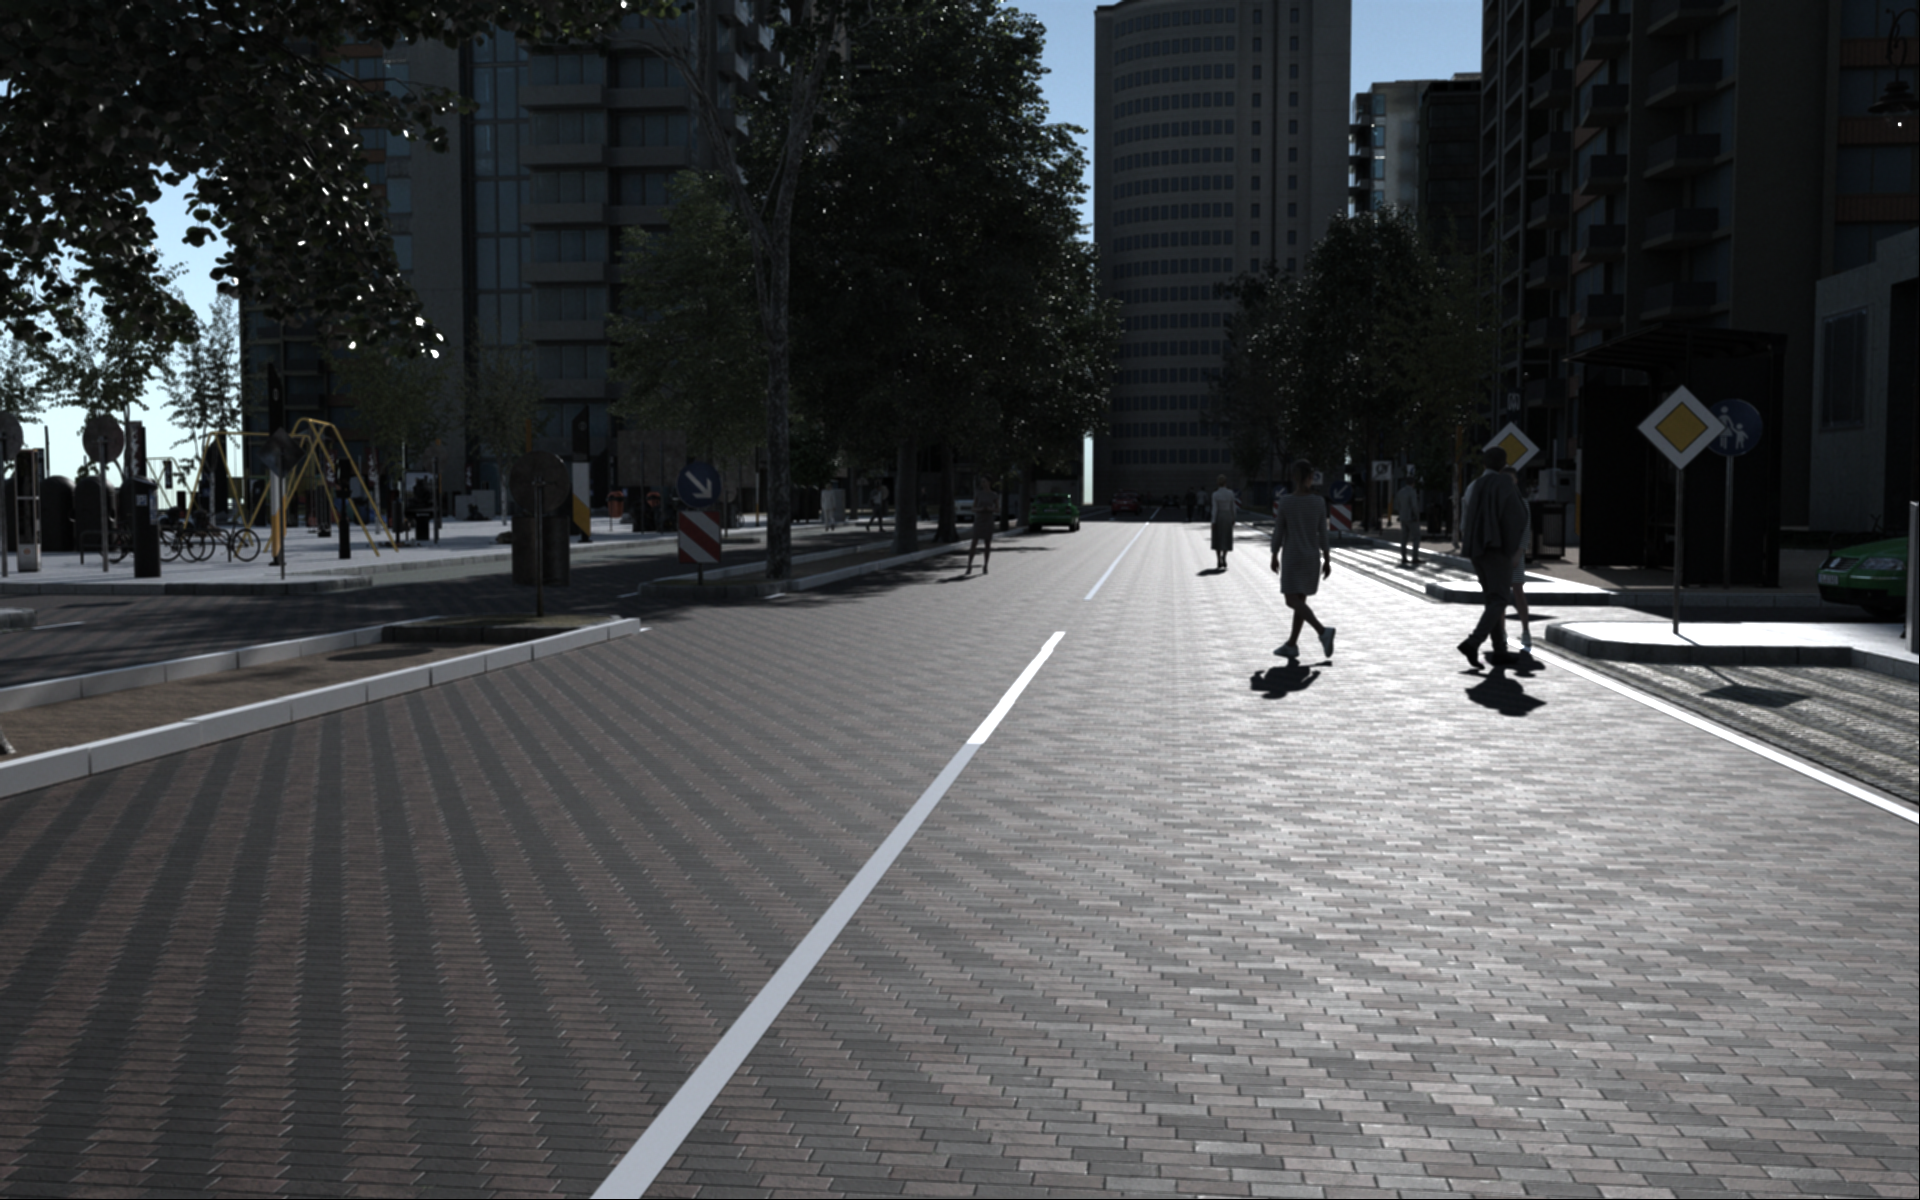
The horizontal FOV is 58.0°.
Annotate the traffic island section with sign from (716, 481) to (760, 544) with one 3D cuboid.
[{"bbox_3d":[-6.894,-2.555,50.407,1.989,1.847,2.006,0,4,7],"label":"traffic island section with sign"}]

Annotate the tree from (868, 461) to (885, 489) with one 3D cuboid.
[{"bbox_3d":[-4.281,-8.966,96.958,4.360,8.622,3.978,0,3,0],"label":"tree"}]

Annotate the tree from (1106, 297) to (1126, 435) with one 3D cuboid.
[{"bbox_3d":[2.810,-10.206,75.973,9.857,13.997,8.962,0,3,0],"label":"tree"}]

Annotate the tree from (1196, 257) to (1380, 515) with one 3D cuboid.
[{"bbox_3d":[18.154,-10.912,88.774,12.009,13.543,11.850,0,3,0],"label":"tree"}]

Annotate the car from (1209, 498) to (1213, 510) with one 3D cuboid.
[{"bbox_3d":[23.327,-8.905,155.380,2.009,1.686,4.222,1,4,8],"label":"car"}]

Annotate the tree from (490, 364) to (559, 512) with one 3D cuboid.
[{"bbox_3d":[-24.785,-9.003,97.565,4.737,8.622,4.395,0,3,0],"label":"tree"}]

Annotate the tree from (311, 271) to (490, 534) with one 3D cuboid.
[{"bbox_3d":[-18.316,-6.395,54.923,4.737,8.622,4.395,0,3,0],"label":"tree"}]

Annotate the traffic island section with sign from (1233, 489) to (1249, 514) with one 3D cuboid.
[{"bbox_3d":[19.854,-7.117,124.998,1.989,1.847,2.006,0,4,7],"label":"traffic island section with sign"}]

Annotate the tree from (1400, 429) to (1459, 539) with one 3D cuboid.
[{"bbox_3d":[13.887,-3.409,50.344,1.663,3.219,1.824,0,3,0],"label":"tree"}]

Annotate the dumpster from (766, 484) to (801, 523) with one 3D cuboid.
[{"bbox_3d":[-7.958,-4.426,78.121,1.264,1.857,1.865,0,4,7],"label":"dumpster"}]

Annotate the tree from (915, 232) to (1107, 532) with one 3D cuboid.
[{"bbox_3d":[1.783,-8.417,65.836,9.928,11.665,9.643,0,3,0],"label":"tree"}]

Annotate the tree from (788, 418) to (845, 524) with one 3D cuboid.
[{"bbox_3d":[-6.607,-5.555,74.540,4.285,4.588,4.351,0,3,0],"label":"tree"}]

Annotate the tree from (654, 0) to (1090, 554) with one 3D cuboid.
[{"bbox_3d":[-1.321,-8.065,40.970,9.857,13.997,8.962,0,3,0],"label":"tree"}]

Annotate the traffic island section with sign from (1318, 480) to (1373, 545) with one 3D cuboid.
[{"bbox_3d":[10.676,-2.495,49.428,1.989,1.847,2.006,0,4,7],"label":"traffic island section with sign"}]

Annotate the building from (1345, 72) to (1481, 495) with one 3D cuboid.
[{"bbox_3d":[59.084,-35.472,199.572,30.456,49.044,23.786,0,4,7],"label":"building"}]

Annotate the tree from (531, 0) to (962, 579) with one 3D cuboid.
[{"bbox_3d":[-4.175,-10.482,29.731,12.611,20.169,13.585,0,3,0],"label":"tree"}]

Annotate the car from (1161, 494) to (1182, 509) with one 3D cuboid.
[{"bbox_3d":[20.774,-9.818,170.308,2.009,1.686,4.222,0,4,7],"label":"car"}]

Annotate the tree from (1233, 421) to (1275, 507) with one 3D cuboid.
[{"bbox_3d":[28.266,-13.275,167.403,4.360,8.622,3.978,0,3,0],"label":"tree"}]

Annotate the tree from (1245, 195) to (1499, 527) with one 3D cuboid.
[{"bbox_3d":[15.942,-9.177,67.060,9.611,12.733,9.660,0,3,0],"label":"tree"}]

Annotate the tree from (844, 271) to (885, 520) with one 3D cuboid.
[{"bbox_3d":[-5.309,-10.258,85.840,7.486,12.596,7.792,0,3,0],"label":"tree"}]

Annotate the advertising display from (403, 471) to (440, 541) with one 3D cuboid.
[{"bbox_3d":[-14.908,-2.614,47.960,0.974,1.923,0.123,-2,4,-34],"label":"advertising display"}]

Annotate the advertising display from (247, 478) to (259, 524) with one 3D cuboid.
[{"bbox_3d":[-29.145,-4.050,71.437,0.123,1.923,0.974,0,4,0],"label":"advertising display"}]

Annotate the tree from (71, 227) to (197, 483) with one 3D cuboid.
[{"bbox_3d":[-22.720,-5.876,46.441,4.737,8.622,4.395,0,3,0],"label":"tree"}]

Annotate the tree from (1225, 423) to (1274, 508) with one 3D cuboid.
[{"bbox_3d":[26.723,-12.789,159.462,4.737,8.622,4.395,0,3,0],"label":"tree"}]

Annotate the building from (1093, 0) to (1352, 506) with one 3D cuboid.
[{"bbox_3d":[29.767,-40.318,201.190,28.212,58.520,21.231,0,4,7],"label":"building"}]

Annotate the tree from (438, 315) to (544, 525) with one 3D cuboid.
[{"bbox_3d":[-18.722,-7.335,70.294,4.360,8.622,3.978,0,3,0],"label":"tree"}]

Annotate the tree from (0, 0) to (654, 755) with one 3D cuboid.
[{"bbox_3d":[-5.546,-6.110,9.010,9.857,13.997,8.962,0,3,0],"label":"tree"}]

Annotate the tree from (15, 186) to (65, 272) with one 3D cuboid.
[{"bbox_3d":[-19.416,-5.048,32.904,4.360,8.622,3.978,0,3,0],"label":"tree"}]

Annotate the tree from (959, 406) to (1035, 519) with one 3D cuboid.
[{"bbox_3d":[0.565,-6.470,58.603,4.737,8.622,4.395,0,3,0],"label":"tree"}]

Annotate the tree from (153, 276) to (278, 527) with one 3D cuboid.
[{"bbox_3d":[-25.524,-6.648,59.061,4.360,8.622,3.978,0,3,0],"label":"tree"}]

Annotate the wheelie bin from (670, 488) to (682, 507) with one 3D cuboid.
[{"bbox_3d":[-14.839,-5.106,91.389,0.980,1.594,0.693,1,4,12],"label":"wheelie bin"}]

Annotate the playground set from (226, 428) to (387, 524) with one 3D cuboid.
[{"bbox_3d":[-28.460,-5.404,75.141,5.637,4.214,5.302,1,4,18],"label":"playground set"}]

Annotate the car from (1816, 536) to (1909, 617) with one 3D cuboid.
[{"bbox_3d":[12.112,-0.642,19.293,4.718,1.807,1.959,0,4,5],"label":"car"}]

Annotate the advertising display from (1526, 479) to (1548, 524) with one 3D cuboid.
[{"bbox_3d":[24.576,-4.199,73.859,0.974,1.923,0.123,3,4,37],"label":"advertising display"}]

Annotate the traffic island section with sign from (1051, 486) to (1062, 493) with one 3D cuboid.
[{"bbox_3d":[5.480,-5.586,99.468,2.006,1.907,1.989,0,4,7],"label":"traffic island section with sign"}]

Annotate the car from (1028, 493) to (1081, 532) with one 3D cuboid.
[{"bbox_3d":[3.663,-3.544,66.744,1.959,1.807,4.718,0,4,7],"label":"car"}]

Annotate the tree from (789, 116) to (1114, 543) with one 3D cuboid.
[{"bbox_3d":[-0.374,-8.032,50.781,9.611,12.733,9.660,0,3,0],"label":"tree"}]

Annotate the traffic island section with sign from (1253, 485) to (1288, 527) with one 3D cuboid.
[{"bbox_3d":[13.958,-4.146,76.420,1.989,1.847,2.006,0,4,7],"label":"traffic island section with sign"}]

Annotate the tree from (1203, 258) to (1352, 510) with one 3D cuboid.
[{"bbox_3d":[25.453,-17.197,137.055,12.611,20.169,13.585,0,3,0],"label":"tree"}]

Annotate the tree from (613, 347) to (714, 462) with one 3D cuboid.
[{"bbox_3d":[-15.120,-8.211,84.612,4.360,8.622,3.978,0,3,0],"label":"tree"}]

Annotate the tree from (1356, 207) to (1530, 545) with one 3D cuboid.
[{"bbox_3d":[12.390,-5.703,43.602,4.737,8.622,4.395,0,3,0],"label":"tree"}]

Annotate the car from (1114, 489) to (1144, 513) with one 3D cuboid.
[{"bbox_3d":[12.899,-7.566,132.374,2.281,1.827,5.304,0,4,5],"label":"car"}]

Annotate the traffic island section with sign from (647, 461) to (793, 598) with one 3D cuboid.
[{"bbox_3d":[-3.569,-1.024,24.874,2.006,1.907,1.989,0,4,7],"label":"traffic island section with sign"}]

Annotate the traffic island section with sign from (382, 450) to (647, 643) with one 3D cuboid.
[{"bbox_3d":[-4.472,-0.574,17.522,2.006,1.907,1.989,0,4,7],"label":"traffic island section with sign"}]

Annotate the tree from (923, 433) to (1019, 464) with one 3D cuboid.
[{"bbox_3d":[1.920,-14.218,142.839,12.009,13.543,11.850,0,3,0],"label":"tree"}]

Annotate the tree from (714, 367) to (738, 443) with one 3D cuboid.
[{"bbox_3d":[-13.964,-8.830,94.726,4.360,8.622,3.978,0,3,0],"label":"tree"}]

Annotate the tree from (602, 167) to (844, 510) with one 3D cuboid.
[{"bbox_3d":[-8.889,-8.750,61.188,7.486,12.596,7.792,0,3,0],"label":"tree"}]

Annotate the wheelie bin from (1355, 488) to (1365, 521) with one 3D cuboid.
[{"bbox_3d":[19.088,-4.622,83.486,0.980,1.594,0.693,0,4,5],"label":"wheelie bin"}]

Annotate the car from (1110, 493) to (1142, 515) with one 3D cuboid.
[{"bbox_3d":[11.263,-6.646,117.698,2.155,1.783,4.494,0,4,7],"label":"car"}]

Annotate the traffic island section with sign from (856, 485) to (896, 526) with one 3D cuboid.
[{"bbox_3d":[-3.550,-4.240,77.948,1.989,1.847,2.006,0,4,7],"label":"traffic island section with sign"}]

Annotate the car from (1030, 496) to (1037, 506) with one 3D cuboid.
[{"bbox_3d":[5.221,-6.441,117.897,1.945,1.354,3.894,1,4,8],"label":"car"}]

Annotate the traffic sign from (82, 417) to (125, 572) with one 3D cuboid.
[{"bbox_3d":[-14.098,-1.737,28.508,0.768,2.556,0.104,1,4,10],"label":"traffic sign"}]

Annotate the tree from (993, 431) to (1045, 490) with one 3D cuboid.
[{"bbox_3d":[3.161,-7.983,83.341,4.360,8.622,3.978,0,3,0],"label":"tree"}]
